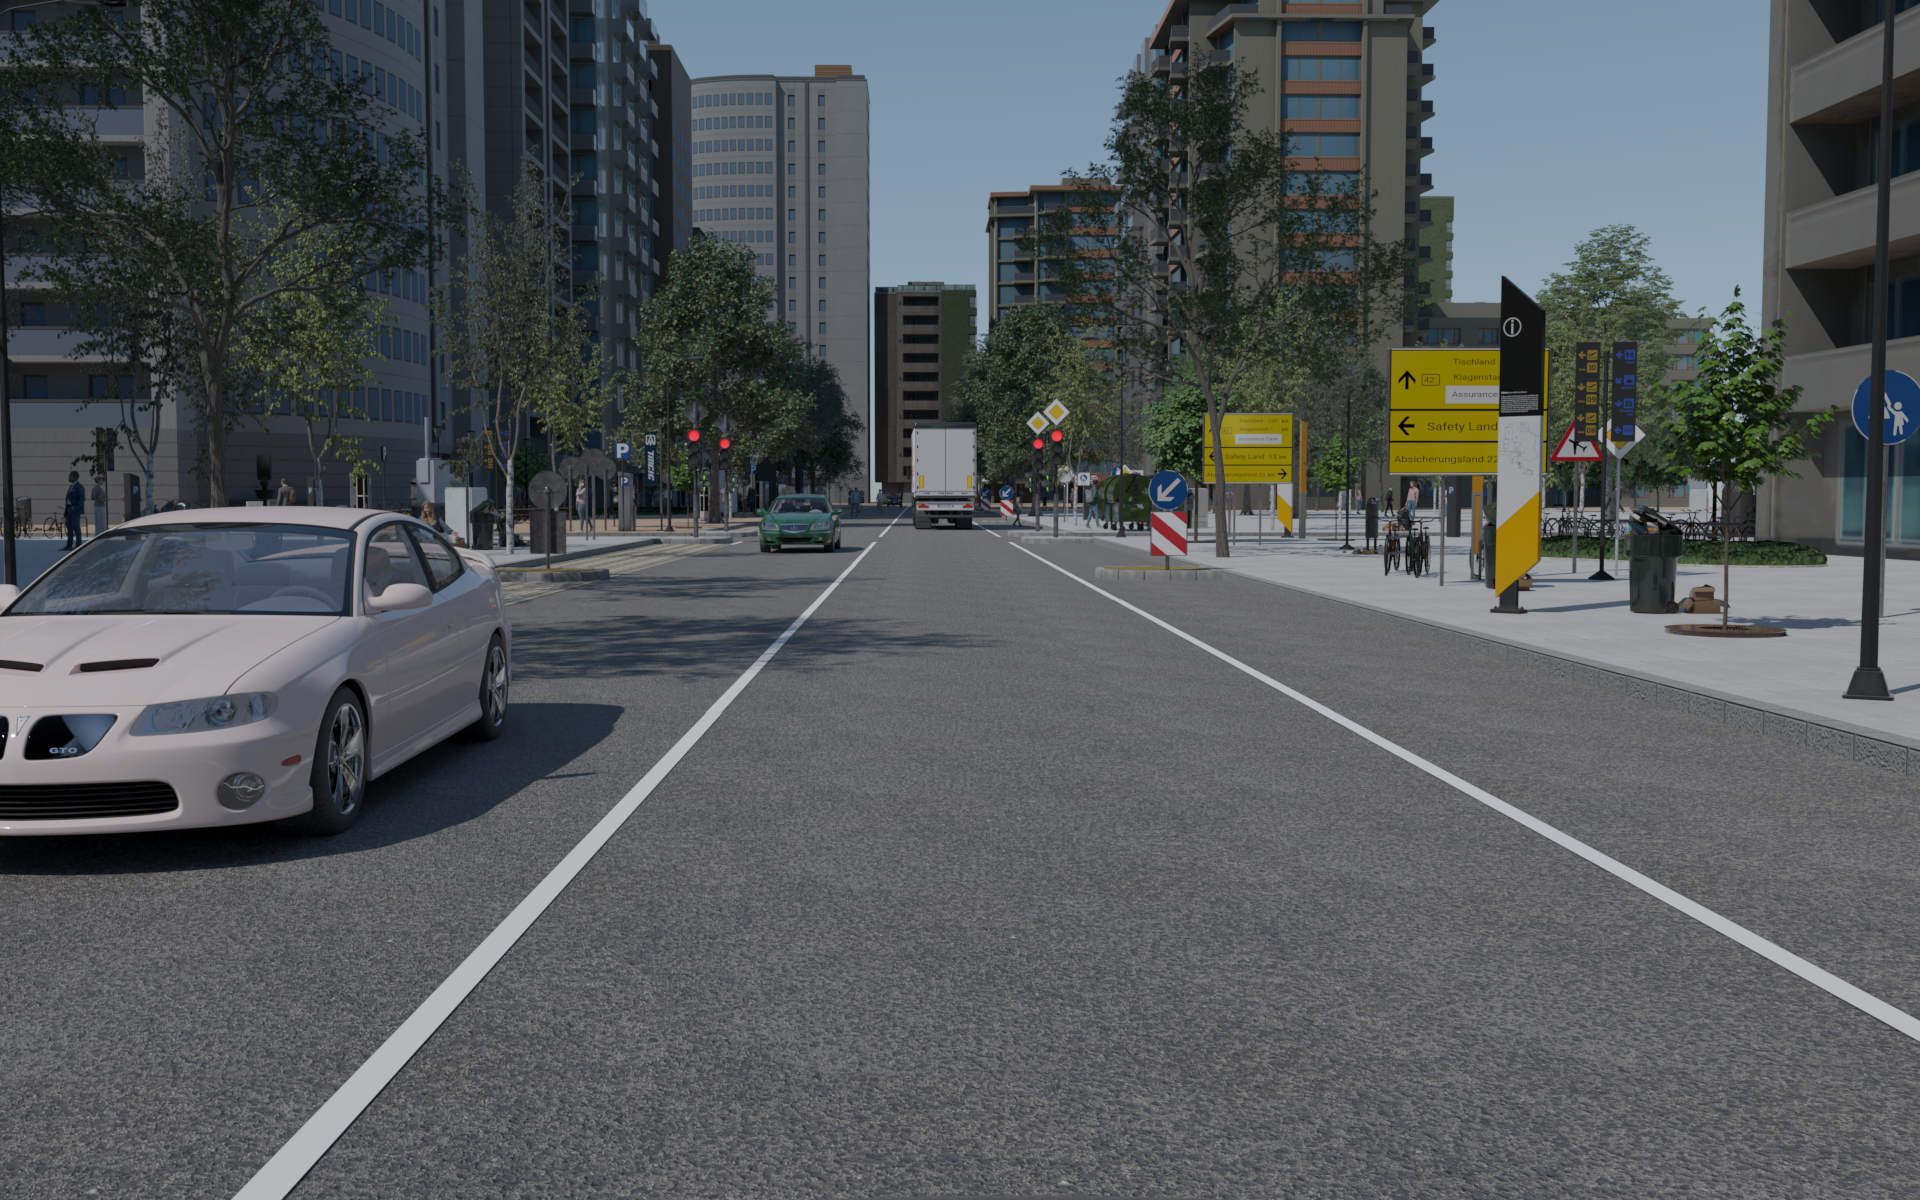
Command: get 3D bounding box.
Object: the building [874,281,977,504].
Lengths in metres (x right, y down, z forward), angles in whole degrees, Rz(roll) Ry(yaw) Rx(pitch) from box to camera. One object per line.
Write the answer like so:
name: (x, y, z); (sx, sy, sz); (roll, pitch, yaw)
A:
building: (-4.806, -28.556, 238.584); (14.107, 30.474, 14.160); (0, 4, -1)

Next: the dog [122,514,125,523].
dog: (-32.290, -3.074, 67.087); (0.406, 0.507, 0.540); (-3, 5, -42)

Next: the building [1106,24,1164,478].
building: (28.081, -34.344, 181.132); (23.786, 49.044, 30.456); (0, 4, -1)

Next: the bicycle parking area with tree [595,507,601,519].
bicycle parking area with tree: (-22.025, -6.108, 86.860); (9.016, 4.147, 8.231); (1, 4, 9)

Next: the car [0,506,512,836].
car: (-3.565, 0.221, 8.741); (2.083, 1.381, 4.827); (0, 4, -2)

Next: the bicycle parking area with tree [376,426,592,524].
bicycle parking area with tree: (-22.203, -5.432, 75.813); (9.016, 4.147, 8.231); (1, 4, 13)

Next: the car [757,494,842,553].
car: (-4.012, -1.964, 43.917); (2.131, 1.459, 4.920); (0, 4, -1)

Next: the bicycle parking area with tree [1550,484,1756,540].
bicycle parking area with tree: (19.479, -3.382, 42.291); (9.016, 4.147, 8.231); (1, 4, 12)

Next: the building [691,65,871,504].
building: (-26.639, -42.755, 241.040); (28.212, 58.520, 21.231); (0, 4, -1)

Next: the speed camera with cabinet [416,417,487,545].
speed camera with cabinet: (-13.043, -3.065, 44.454); (2.038, 3.252, 0.660); (2, 4, 33)

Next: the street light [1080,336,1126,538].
street light: (4.232, -4.805, 51.095); (1.470, 5.913, 1.316); (0, 4, -1)

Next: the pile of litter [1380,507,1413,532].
pile of litter: (15.041, -2.803, 59.801); (1.176, 0.858, 1.719); (3, 5, 41)

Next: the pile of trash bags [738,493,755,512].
pile of trash bags: (-15.316, -6.931, 123.074); (1.912, 1.369, 3.447); (-2, 4, -25)

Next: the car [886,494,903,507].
car: (-7.598, -11.657, 200.383); (2.009, 1.686, 4.222); (0, 4, -3)

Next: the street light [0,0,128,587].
street light: (-8.399, -2.668, 16.165); (1.470, 5.913, 1.316); (0, 4, -1)

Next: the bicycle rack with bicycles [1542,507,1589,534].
bicycle rack with bicycles: (16.456, -2.173, 48.908); (2.852, 0.926, 2.925); (0, 4, -2)

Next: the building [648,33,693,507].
building: (-34.088, -31.817, 170.320); (14.600, 45.320, 14.200); (0, 4, -1)

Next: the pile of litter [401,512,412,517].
pile of litter: (-13.706, -1.712, 41.957); (1.176, 0.858, 1.719); (2, 4, 35)

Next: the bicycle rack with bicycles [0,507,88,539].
bicycle rack with bicycles: (-26.731, -2.244, 50.067); (2.852, 0.926, 2.925); (0, 4, -4)

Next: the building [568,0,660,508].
building: (-38.063, -32.307, 147.824); (23.786, 49.044, 30.456); (0, 4, -1)

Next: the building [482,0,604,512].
building: (-35.446, -41.523, 117.161); (20.563, 71.187, 20.611); (0, 4, -1)

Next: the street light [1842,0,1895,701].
street light: (5.174, -2.335, 10.718); (1.470, 5.913, 1.316); (0, 4, -1)

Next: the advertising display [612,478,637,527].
advertising display: (-13.238, -3.859, 68.304); (0.974, 1.923, 0.123); (1, 4, 10)

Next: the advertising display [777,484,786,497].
advertising display: (-11.408, -6.458, 110.801); (0.123, 1.923, 0.974); (2, 4, 26)

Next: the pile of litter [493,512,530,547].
pile of litter: (-10.880, -1.740, 42.414); (1.176, 0.858, 1.719); (-1, 4, -13)

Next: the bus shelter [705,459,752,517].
bus shelter: (-13.167, -6.417, 98.838); (2.014, 3.302, 5.546); (0, 4, -1)

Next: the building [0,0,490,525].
building: (-37.330, -33.164, 84.231); (21.231, 58.520, 28.212); (0, 4, -1)

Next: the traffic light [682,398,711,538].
traffic light: (-7.743, -3.786, 50.818); (0.839, 4.253, 0.868); (0, 4, -1)

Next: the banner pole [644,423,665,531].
banner pole: (-10.722, -4.336, 60.917); (0.863, 3.779, 0.401); (1, 4, 16)

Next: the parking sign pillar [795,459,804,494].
parking sign pillar: (-12.335, -8.834, 132.902); (1.447, 3.967, 1.447); (0, 4, 6)

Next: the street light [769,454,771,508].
street light: (-10.278, -7.699, 98.415); (1.470, 5.913, 1.316); (0, 4, -1)

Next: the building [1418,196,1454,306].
building: (59.072, -34.008, 239.630); (14.086, 41.232, 14.154); (0, 4, -1)

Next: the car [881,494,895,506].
car: (-8.604, -11.954, 205.671); (2.015, 1.641, 3.980); (0, 4, -2)

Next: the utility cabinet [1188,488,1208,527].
utility cabinet: (8.877, -3.515, 66.157); (1.173, 1.500, 0.318); (-1, 4, -16)

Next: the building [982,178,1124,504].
building: (16.586, -35.959, 242.551); (28.867, 44.769, 22.147); (0, 4, -1)

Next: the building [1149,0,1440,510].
building: (28.280, -30.399, 151.653); (22.147, 44.769, 28.867); (0, 4, -1)

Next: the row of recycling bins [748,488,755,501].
row of recycling bins: (-13.718, -7.302, 126.505); (3.534, 1.692, 1.069); (0, 4, -4)

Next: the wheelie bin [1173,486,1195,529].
wheelie bin: (8.276, -3.439, 64.133); (0.980, 1.594, 0.693); (-3, 5, -42)

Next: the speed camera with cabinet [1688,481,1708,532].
speed camera with cabinet: (25.384, -3.987, 59.527); (0.660, 3.252, 2.038); (1, 4, 22)

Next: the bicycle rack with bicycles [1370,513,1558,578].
bicycle rack with bicycles: (7.675, -0.858, 27.408); (2.852, 0.926, 2.925); (2, 4, 29)

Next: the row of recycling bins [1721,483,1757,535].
row of recycling bins: (24.518, -2.718, 51.547); (3.534, 1.692, 1.069); (0, 4, 0)

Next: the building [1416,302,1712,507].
building: (59.068, -20.711, 183.663); (28.899, 21.520, 27.650); (0, 4, -1)

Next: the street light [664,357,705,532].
street light: (-9.321, -5.267, 58.660); (1.470, 5.913, 1.316); (0, 4, -1)

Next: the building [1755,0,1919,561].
building: (28.119, -24.595, 25.825); (21.300, 48.544, 21.600); (0, 4, -1)

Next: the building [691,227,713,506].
building: (-34.211, -25.507, 188.742); (14.107, 30.474, 14.160); (0, 4, -1)

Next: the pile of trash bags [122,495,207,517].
pile of trash bags: (-27.361, -3.037, 59.400); (1.912, 1.369, 3.447); (1, 4, 14)

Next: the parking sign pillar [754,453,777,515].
parking sign pillar: (-11.844, -7.157, 105.485); (1.447, 3.967, 1.447); (-2, 4, -34)

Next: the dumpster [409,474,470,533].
dumpster: (-14.345, -2.567, 47.735); (1.264, 1.857, 1.865); (0, 4, -1)
